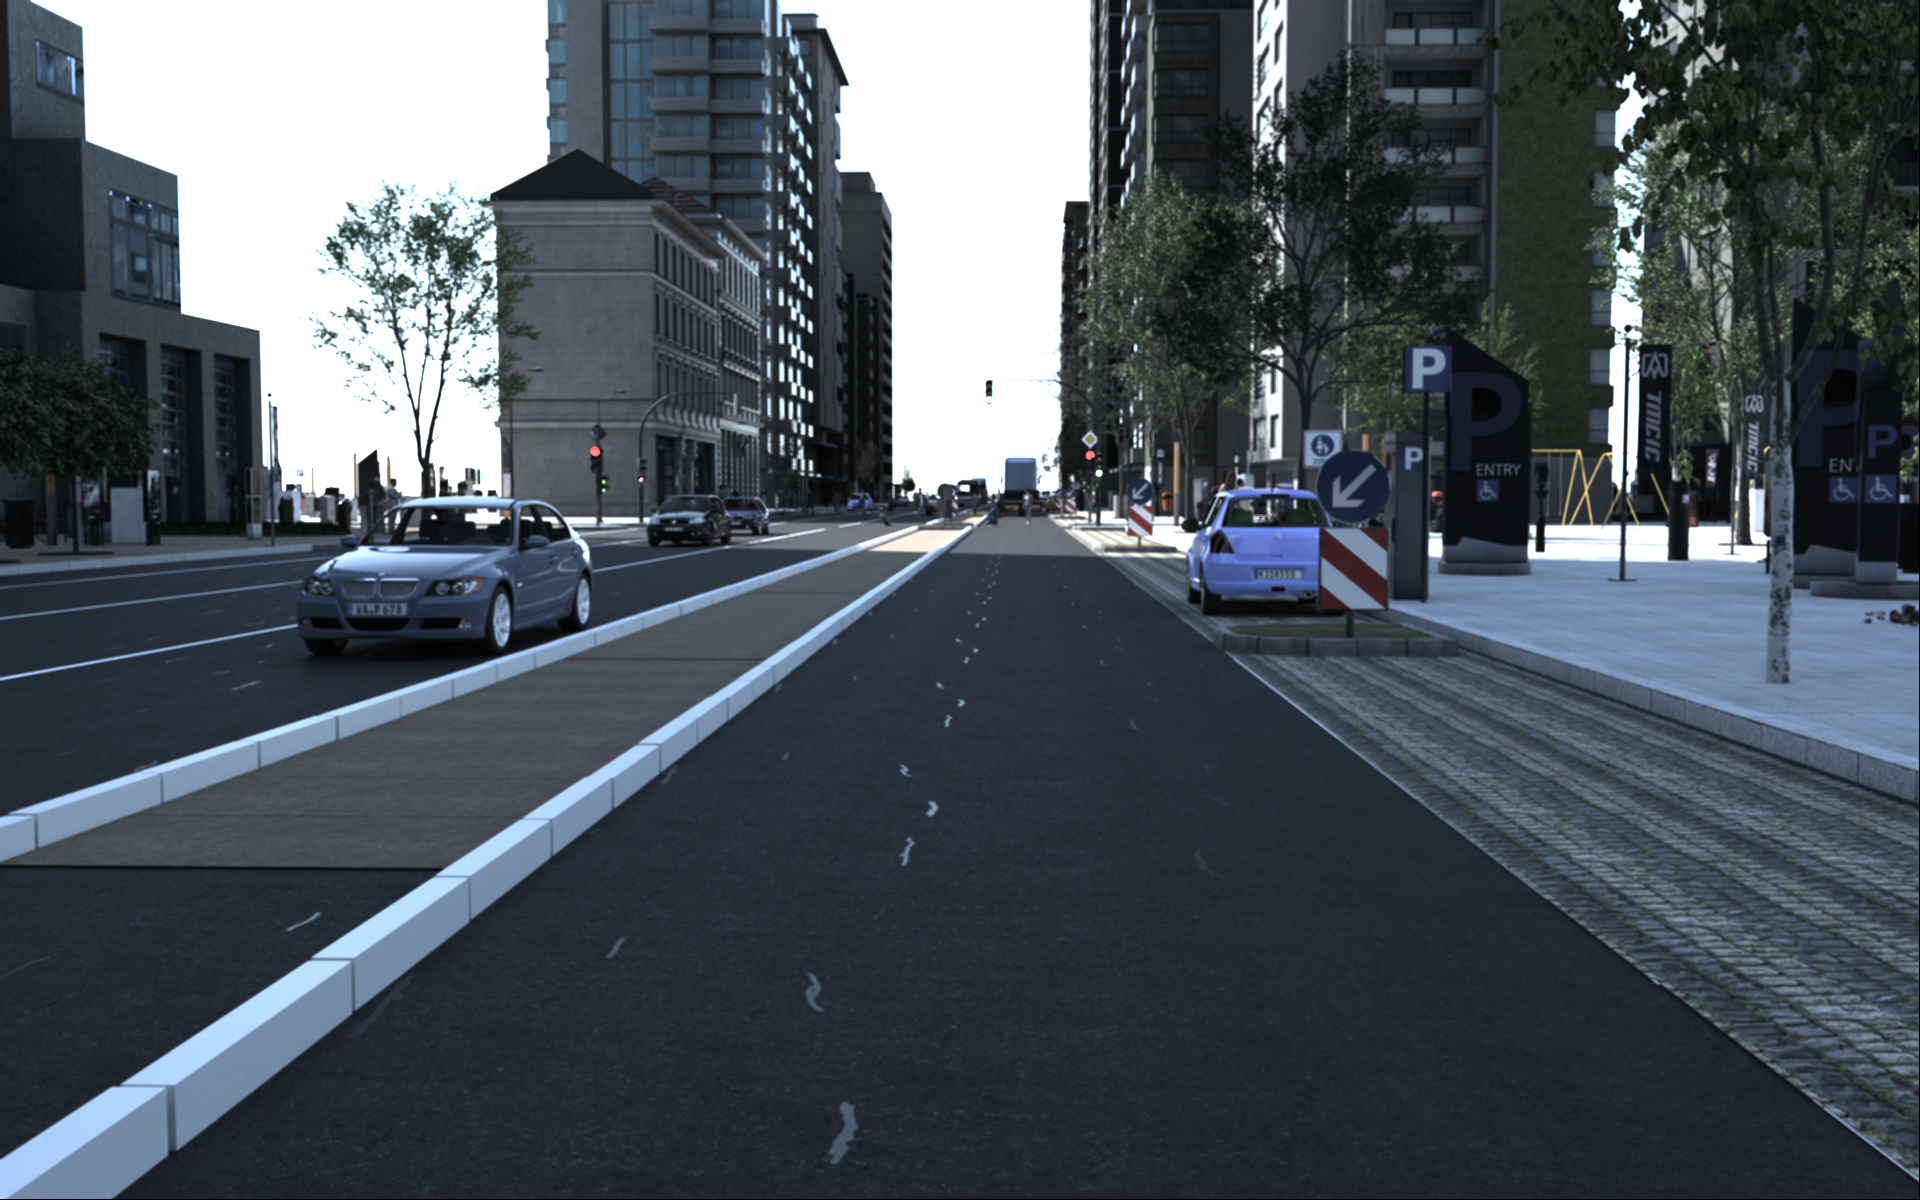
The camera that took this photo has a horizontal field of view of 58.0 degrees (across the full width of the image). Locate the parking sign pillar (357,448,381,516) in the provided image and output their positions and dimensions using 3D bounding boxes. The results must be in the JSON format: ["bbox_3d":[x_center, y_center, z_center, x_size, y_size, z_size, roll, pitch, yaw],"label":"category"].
[{"bbox_3d":[-34.830,-6.952,102.144,1.447,3.967,1.447,1,4,14],"label":"parking sign pillar"}]

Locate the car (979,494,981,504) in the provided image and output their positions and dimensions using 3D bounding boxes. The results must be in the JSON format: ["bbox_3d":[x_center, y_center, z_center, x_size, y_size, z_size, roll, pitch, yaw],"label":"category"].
[{"bbox_3d":[1.935,-14.624,247.773,2.281,1.827,5.304,0,4,1],"label":"car"}]

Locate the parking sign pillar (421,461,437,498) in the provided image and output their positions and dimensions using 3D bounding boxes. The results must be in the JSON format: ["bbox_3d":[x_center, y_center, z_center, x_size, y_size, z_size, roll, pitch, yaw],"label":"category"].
[{"bbox_3d":[-44.033,-9.482,143.496,1.447,3.967,1.447,2,4,25],"label":"parking sign pillar"}]

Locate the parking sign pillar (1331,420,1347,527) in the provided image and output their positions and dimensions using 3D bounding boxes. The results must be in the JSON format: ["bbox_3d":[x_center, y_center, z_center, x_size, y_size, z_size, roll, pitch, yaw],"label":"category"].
[{"bbox_3d":[13.732,-4.549,62.846,1.447,3.967,1.447,0,4,3],"label":"parking sign pillar"}]

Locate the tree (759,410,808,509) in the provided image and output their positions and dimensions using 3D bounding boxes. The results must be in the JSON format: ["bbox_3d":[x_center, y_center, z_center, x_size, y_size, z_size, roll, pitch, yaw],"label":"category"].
[{"bbox_3d":[-15.193,-12.220,150.152,4.360,8.622,3.978,0,3,0],"label":"tree"}]

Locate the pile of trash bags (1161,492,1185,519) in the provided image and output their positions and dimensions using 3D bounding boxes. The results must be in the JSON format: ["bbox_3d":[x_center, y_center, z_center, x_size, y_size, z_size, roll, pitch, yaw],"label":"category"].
[{"bbox_3d":[12.087,-4.882,89.576,3.447,1.369,1.912,-1,4,-11],"label":"pile of trash bags"}]

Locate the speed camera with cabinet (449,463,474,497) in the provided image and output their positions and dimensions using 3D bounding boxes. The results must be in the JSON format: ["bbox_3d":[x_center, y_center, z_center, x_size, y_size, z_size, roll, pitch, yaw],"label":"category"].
[{"bbox_3d":[-31.514,-6.996,108.727,2.038,3.252,0.660,2,4,24],"label":"speed camera with cabinet"}]

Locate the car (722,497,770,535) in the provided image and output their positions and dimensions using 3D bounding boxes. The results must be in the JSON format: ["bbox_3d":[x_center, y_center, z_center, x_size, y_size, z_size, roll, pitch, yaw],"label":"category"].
[{"bbox_3d":[-7.775,-2.978,61.274,1.945,1.354,3.894,0,4,1],"label":"car"}]

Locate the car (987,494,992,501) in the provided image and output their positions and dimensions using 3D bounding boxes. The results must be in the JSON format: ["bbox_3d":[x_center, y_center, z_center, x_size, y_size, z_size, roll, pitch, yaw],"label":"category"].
[{"bbox_3d":[4.550,-17.389,293.097,1.959,1.807,4.718,0,4,1],"label":"car"}]

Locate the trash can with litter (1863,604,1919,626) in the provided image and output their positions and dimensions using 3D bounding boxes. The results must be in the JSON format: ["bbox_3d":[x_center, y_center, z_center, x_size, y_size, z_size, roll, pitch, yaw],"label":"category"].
[{"bbox_3d":[9.823,-0.377,17.216,1.678,1.210,2.233,0,4,5],"label":"trash can with litter"}]

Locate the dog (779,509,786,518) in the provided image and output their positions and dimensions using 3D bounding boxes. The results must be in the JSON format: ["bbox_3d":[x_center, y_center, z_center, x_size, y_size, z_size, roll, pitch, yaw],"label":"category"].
[{"bbox_3d":[-10.821,-5.268,105.414,0.540,0.507,0.406,1,4,11],"label":"dog"}]

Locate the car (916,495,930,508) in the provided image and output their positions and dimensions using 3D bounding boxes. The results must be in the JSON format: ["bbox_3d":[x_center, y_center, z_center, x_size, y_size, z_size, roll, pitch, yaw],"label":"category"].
[{"bbox_3d":[-3.684,-10.619,185.983,2.083,1.381,4.827,0,4,2],"label":"car"}]

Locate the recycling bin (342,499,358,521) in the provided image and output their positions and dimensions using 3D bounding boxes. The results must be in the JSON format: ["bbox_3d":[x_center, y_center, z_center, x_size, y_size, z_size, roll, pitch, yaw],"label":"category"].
[{"bbox_3d":[-28.725,-4.211,81.405,0.722,1.027,0.722,-2,4,-27],"label":"recycling bin"}]

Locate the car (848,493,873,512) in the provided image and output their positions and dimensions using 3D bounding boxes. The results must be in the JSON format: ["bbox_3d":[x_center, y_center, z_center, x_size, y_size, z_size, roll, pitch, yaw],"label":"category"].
[{"bbox_3d":[-8.094,-8.002,140.421,1.945,1.707,3.694,0,4,4],"label":"car"}]

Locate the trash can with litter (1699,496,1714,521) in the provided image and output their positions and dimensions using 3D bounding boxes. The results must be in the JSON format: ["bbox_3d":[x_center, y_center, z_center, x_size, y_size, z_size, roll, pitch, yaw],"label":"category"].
[{"bbox_3d":[35.185,-4.284,81.435,0.624,1.170,1.055,-1,4,-12],"label":"trash can with litter"}]

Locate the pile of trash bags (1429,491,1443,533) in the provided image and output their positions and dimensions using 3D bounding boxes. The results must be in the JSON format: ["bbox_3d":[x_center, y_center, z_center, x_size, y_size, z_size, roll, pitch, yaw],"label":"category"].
[{"bbox_3d":[16.366,-2.965,58.226,1.912,1.369,3.447,0,4,2],"label":"pile of trash bags"}]

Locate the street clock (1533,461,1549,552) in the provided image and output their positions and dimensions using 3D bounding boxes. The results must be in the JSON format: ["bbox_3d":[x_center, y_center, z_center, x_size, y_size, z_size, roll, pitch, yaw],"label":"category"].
[{"bbox_3d":[12.768,-2.049,38.065,0.358,2.002,0.471,1,4,9],"label":"street clock"}]

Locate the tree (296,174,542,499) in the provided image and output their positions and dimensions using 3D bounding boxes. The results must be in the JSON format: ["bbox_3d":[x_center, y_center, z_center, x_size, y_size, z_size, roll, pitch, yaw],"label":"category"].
[{"bbox_3d":[-17.647,-8.020,56.879,9.928,11.665,9.643,0,3,0],"label":"tree"}]

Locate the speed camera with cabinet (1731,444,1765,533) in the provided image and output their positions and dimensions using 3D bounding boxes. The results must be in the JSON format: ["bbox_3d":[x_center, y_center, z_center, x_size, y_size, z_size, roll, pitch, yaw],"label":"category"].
[{"bbox_3d":[26.707,-3.921,58.440,0.660,3.252,2.038,0,4,3],"label":"speed camera with cabinet"}]

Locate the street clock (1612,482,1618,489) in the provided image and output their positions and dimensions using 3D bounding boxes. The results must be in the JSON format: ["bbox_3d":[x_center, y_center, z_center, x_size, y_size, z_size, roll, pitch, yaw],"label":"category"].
[{"bbox_3d":[47.305,-7.380,125.237,0.358,2.002,0.471,-2,4,-25],"label":"street clock"}]

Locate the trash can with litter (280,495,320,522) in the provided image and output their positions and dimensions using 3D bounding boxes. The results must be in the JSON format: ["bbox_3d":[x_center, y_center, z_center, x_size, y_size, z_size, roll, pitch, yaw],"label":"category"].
[{"bbox_3d":[-23.667,-2.987,59.896,1.678,1.210,2.233,2,4,27],"label":"trash can with litter"}]

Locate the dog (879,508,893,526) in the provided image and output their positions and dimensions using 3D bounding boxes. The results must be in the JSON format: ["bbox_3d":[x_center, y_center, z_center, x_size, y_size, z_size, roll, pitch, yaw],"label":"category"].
[{"bbox_3d":[-3.254,-3.746,78.089,0.800,0.831,0.513,0,4,1],"label":"dog"}]

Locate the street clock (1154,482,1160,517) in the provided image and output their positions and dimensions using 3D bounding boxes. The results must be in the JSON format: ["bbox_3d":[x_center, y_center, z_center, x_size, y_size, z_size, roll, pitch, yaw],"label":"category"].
[{"bbox_3d":[11.102,-5.687,97.554,0.471,2.002,0.358,0,4,-1],"label":"street clock"}]

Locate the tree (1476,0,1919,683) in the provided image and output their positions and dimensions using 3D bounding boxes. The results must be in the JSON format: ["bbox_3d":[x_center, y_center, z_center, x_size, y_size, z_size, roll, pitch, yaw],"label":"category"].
[{"bbox_3d":[5.406,-3.732,11.379,4.737,8.622,4.395,0,3,0],"label":"tree"}]

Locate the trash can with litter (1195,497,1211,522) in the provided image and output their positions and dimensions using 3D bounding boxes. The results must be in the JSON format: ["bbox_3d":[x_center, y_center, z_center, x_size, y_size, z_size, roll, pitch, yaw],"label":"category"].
[{"bbox_3d":[10.955,-4.159,79.385,1.055,1.170,0.624,-1,4,-21],"label":"trash can with litter"}]

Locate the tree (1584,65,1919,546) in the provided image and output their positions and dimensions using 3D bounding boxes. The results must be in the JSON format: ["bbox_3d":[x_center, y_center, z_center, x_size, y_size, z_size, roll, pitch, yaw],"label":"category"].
[{"bbox_3d":[19.390,-7.167,42.938,9.928,11.665,9.643,0,3,0],"label":"tree"}]

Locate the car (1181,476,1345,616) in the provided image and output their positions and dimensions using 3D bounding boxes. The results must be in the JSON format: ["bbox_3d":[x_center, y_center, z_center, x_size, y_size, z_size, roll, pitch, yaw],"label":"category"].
[{"bbox_3d":[3.755,-0.734,21.600,1.945,1.707,3.694,0,4,3],"label":"car"}]

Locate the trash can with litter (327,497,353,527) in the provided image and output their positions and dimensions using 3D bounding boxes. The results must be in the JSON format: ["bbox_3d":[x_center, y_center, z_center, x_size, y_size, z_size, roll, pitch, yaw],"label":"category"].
[{"bbox_3d":[-23.643,-3.330,65.828,1.055,1.170,0.624,-2,4,-29],"label":"trash can with litter"}]

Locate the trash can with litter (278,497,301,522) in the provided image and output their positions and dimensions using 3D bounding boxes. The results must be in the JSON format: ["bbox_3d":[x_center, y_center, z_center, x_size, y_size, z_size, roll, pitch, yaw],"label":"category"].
[{"bbox_3d":[-24.576,-3.208,63.830,1.055,1.170,0.624,-1,4,-16],"label":"trash can with litter"}]

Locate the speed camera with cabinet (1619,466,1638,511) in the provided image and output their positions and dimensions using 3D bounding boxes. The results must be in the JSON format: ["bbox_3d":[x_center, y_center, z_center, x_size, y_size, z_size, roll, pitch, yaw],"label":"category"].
[{"bbox_3d":[46.500,-7.715,120.478,2.038,3.252,0.660,-1,4,-21],"label":"speed camera with cabinet"}]

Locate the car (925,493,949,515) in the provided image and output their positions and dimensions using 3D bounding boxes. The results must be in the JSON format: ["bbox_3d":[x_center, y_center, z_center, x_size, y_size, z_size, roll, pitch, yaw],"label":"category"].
[{"bbox_3d":[-1.356,-6.690,118.427,2.155,1.783,4.494,0,4,4],"label":"car"}]

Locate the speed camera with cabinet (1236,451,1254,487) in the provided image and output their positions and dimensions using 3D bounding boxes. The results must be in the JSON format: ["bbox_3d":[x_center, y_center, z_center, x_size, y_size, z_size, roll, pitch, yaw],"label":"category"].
[{"bbox_3d":[12.627,-5.193,79.241,0.660,3.252,2.038,-2,4,-27],"label":"speed camera with cabinet"}]

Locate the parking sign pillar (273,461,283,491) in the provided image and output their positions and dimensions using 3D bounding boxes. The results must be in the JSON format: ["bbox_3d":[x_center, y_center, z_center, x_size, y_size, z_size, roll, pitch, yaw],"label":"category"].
[{"bbox_3d":[-50.147,-8.492,127.310,1.447,3.967,1.447,-2,4,-33],"label":"parking sign pillar"}]

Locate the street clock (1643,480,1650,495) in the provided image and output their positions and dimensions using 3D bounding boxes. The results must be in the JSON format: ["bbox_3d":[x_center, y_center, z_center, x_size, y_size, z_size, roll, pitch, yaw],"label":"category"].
[{"bbox_3d":[34.574,-5.058,87.273,0.358,2.002,0.471,2,4,29],"label":"street clock"}]

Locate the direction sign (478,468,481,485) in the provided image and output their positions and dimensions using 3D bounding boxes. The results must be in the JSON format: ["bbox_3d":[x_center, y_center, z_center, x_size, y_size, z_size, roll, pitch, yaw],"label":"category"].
[{"bbox_3d":[-42.669,-9.842,152.911,0.876,3.537,0.379,1,4,19],"label":"direction sign"}]

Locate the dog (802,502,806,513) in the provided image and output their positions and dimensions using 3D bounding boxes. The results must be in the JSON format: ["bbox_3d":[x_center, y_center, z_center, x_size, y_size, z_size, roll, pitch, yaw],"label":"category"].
[{"bbox_3d":[-12.087,-7.107,133.028,0.513,0.831,0.800,1,4,23],"label":"dog"}]

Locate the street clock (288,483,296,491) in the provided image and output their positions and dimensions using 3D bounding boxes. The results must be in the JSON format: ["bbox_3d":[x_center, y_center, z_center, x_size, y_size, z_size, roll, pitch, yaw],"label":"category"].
[{"bbox_3d":[-44.777,-6.821,116.093,0.471,2.002,0.358,-3,4,-36],"label":"street clock"}]

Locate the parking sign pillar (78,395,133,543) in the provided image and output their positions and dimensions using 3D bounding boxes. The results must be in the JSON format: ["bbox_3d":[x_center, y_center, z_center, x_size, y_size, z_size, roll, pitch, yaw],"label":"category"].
[{"bbox_3d":[-22.733,-3.519,46.013,1.447,3.967,1.447,-1,4,-20],"label":"parking sign pillar"}]

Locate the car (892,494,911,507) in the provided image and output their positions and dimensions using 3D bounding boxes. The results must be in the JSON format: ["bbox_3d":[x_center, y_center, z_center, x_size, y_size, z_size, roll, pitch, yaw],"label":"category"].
[{"bbox_3d":[-6.443,-10.950,191.042,2.014,1.417,4.499,0,4,3],"label":"car"}]

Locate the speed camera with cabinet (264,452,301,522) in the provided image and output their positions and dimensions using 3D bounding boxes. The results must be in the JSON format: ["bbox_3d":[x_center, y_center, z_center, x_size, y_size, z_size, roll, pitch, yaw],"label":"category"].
[{"bbox_3d":[-31.542,-5.269,80.488,2.038,3.252,0.660,2,4,30],"label":"speed camera with cabinet"}]

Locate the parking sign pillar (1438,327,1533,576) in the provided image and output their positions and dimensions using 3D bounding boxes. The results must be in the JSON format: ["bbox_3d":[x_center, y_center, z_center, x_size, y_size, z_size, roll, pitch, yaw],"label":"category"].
[{"bbox_3d":[8.461,-2.408,27.838,1.447,3.967,1.447,1,4,9],"label":"parking sign pillar"}]

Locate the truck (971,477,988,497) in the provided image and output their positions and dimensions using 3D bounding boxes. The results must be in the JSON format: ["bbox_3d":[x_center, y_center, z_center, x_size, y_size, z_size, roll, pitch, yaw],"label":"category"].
[{"bbox_3d":[2.996,-17.458,275.198,2.967,4.110,18.799,0,4,1],"label":"truck"}]

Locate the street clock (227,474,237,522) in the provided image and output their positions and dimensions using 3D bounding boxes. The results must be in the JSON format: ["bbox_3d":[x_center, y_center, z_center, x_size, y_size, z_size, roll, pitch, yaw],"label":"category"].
[{"bbox_3d":[-26.487,-3.577,63.060,0.358,2.002,0.471,-3,4,-36],"label":"street clock"}]

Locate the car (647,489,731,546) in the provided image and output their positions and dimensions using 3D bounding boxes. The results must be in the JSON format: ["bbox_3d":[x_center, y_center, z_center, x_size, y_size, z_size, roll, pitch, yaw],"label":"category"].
[{"bbox_3d":[-7.632,-2.397,48.980,2.009,1.686,4.222,0,4,4],"label":"car"}]

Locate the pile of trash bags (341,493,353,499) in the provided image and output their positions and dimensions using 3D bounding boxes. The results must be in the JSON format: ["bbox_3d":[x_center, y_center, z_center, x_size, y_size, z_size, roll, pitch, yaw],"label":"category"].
[{"bbox_3d":[-49.211,-8.190,143.653,1.912,1.369,3.447,1,4,16],"label":"pile of trash bags"}]

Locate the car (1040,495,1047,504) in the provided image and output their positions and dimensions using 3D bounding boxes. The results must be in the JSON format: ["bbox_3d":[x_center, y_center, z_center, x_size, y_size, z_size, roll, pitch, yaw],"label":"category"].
[{"bbox_3d":[10.184,-12.203,212.099,1.945,1.354,3.894,0,4,3],"label":"car"}]

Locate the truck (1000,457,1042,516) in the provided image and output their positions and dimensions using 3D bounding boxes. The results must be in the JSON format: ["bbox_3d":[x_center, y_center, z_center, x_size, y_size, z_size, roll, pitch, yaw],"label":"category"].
[{"bbox_3d":[4.225,-7.924,119.322,2.967,4.110,18.799,0,4,2],"label":"truck"}]

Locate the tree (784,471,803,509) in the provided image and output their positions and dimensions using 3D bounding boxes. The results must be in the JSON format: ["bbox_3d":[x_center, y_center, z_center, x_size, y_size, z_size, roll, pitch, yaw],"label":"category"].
[{"bbox_3d":[-13.871,-9.175,144.612,1.663,3.219,1.824,0,3,0],"label":"tree"}]

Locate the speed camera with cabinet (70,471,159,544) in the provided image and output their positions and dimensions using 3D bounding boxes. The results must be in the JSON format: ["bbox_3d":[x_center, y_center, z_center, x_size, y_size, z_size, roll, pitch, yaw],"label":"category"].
[{"bbox_3d":[-21.809,-3.078,44.653,2.038,3.252,0.660,0,4,3],"label":"speed camera with cabinet"}]

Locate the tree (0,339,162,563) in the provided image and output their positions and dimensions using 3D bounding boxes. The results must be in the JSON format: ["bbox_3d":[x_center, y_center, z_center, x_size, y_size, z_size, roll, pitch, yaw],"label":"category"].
[{"bbox_3d":[-18.957,-3.252,36.882,4.285,4.588,4.351,0,3,0],"label":"tree"}]

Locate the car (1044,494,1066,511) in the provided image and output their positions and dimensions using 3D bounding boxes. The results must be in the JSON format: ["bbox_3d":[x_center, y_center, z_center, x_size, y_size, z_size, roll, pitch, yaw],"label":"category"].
[{"bbox_3d":[7.657,-7.761,137.108,2.015,1.641,3.980,0,4,1],"label":"car"}]

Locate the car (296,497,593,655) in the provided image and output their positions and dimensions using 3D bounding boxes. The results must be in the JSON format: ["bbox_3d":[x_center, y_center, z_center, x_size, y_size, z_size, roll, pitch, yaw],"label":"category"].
[{"bbox_3d":[-4.870,-0.304,16.968,2.014,1.417,4.499,0,4,3],"label":"car"}]

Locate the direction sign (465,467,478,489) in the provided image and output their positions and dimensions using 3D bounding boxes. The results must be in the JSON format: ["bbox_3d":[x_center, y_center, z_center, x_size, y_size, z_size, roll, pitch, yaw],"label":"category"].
[{"bbox_3d":[-41.320,-9.405,145.774,0.876,3.537,0.379,2,4,25],"label":"direction sign"}]

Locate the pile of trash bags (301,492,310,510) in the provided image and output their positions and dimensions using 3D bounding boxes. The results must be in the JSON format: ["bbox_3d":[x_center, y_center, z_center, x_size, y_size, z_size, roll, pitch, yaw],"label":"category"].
[{"bbox_3d":[-52.775,-8.202,143.859,3.447,1.369,1.912,-1,4,-22],"label":"pile of trash bags"}]

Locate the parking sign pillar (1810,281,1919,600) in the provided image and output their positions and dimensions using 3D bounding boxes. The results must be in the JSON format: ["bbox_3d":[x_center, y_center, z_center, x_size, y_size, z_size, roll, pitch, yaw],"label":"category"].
[{"bbox_3d":[11.442,-2.023,21.554,1.447,3.967,1.447,2,4,25],"label":"parking sign pillar"}]

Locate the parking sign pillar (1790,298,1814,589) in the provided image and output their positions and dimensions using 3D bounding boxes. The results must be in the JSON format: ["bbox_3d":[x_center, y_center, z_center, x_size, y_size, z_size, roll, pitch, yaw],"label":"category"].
[{"bbox_3d":[12.008,-2.146,23.561,1.447,3.967,1.447,1,4,21],"label":"parking sign pillar"}]

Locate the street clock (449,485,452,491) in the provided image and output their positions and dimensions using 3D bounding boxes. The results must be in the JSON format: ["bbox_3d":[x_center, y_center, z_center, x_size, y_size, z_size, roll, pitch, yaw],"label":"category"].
[{"bbox_3d":[-41.697,-8.395,141.834,0.358,2.002,0.471,-1,4,-23],"label":"street clock"}]

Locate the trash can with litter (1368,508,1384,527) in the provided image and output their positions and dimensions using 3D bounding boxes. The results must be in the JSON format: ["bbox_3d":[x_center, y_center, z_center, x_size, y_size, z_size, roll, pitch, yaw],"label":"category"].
[{"bbox_3d":[12.216,-2.430,51.121,0.624,1.170,1.055,-1,4,-21],"label":"trash can with litter"}]

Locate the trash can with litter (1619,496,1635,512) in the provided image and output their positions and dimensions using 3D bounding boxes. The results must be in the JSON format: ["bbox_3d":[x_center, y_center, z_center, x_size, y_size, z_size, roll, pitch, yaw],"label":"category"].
[{"bbox_3d":[39.394,-5.586,102.714,1.055,1.170,0.624,0,4,3],"label":"trash can with litter"}]
